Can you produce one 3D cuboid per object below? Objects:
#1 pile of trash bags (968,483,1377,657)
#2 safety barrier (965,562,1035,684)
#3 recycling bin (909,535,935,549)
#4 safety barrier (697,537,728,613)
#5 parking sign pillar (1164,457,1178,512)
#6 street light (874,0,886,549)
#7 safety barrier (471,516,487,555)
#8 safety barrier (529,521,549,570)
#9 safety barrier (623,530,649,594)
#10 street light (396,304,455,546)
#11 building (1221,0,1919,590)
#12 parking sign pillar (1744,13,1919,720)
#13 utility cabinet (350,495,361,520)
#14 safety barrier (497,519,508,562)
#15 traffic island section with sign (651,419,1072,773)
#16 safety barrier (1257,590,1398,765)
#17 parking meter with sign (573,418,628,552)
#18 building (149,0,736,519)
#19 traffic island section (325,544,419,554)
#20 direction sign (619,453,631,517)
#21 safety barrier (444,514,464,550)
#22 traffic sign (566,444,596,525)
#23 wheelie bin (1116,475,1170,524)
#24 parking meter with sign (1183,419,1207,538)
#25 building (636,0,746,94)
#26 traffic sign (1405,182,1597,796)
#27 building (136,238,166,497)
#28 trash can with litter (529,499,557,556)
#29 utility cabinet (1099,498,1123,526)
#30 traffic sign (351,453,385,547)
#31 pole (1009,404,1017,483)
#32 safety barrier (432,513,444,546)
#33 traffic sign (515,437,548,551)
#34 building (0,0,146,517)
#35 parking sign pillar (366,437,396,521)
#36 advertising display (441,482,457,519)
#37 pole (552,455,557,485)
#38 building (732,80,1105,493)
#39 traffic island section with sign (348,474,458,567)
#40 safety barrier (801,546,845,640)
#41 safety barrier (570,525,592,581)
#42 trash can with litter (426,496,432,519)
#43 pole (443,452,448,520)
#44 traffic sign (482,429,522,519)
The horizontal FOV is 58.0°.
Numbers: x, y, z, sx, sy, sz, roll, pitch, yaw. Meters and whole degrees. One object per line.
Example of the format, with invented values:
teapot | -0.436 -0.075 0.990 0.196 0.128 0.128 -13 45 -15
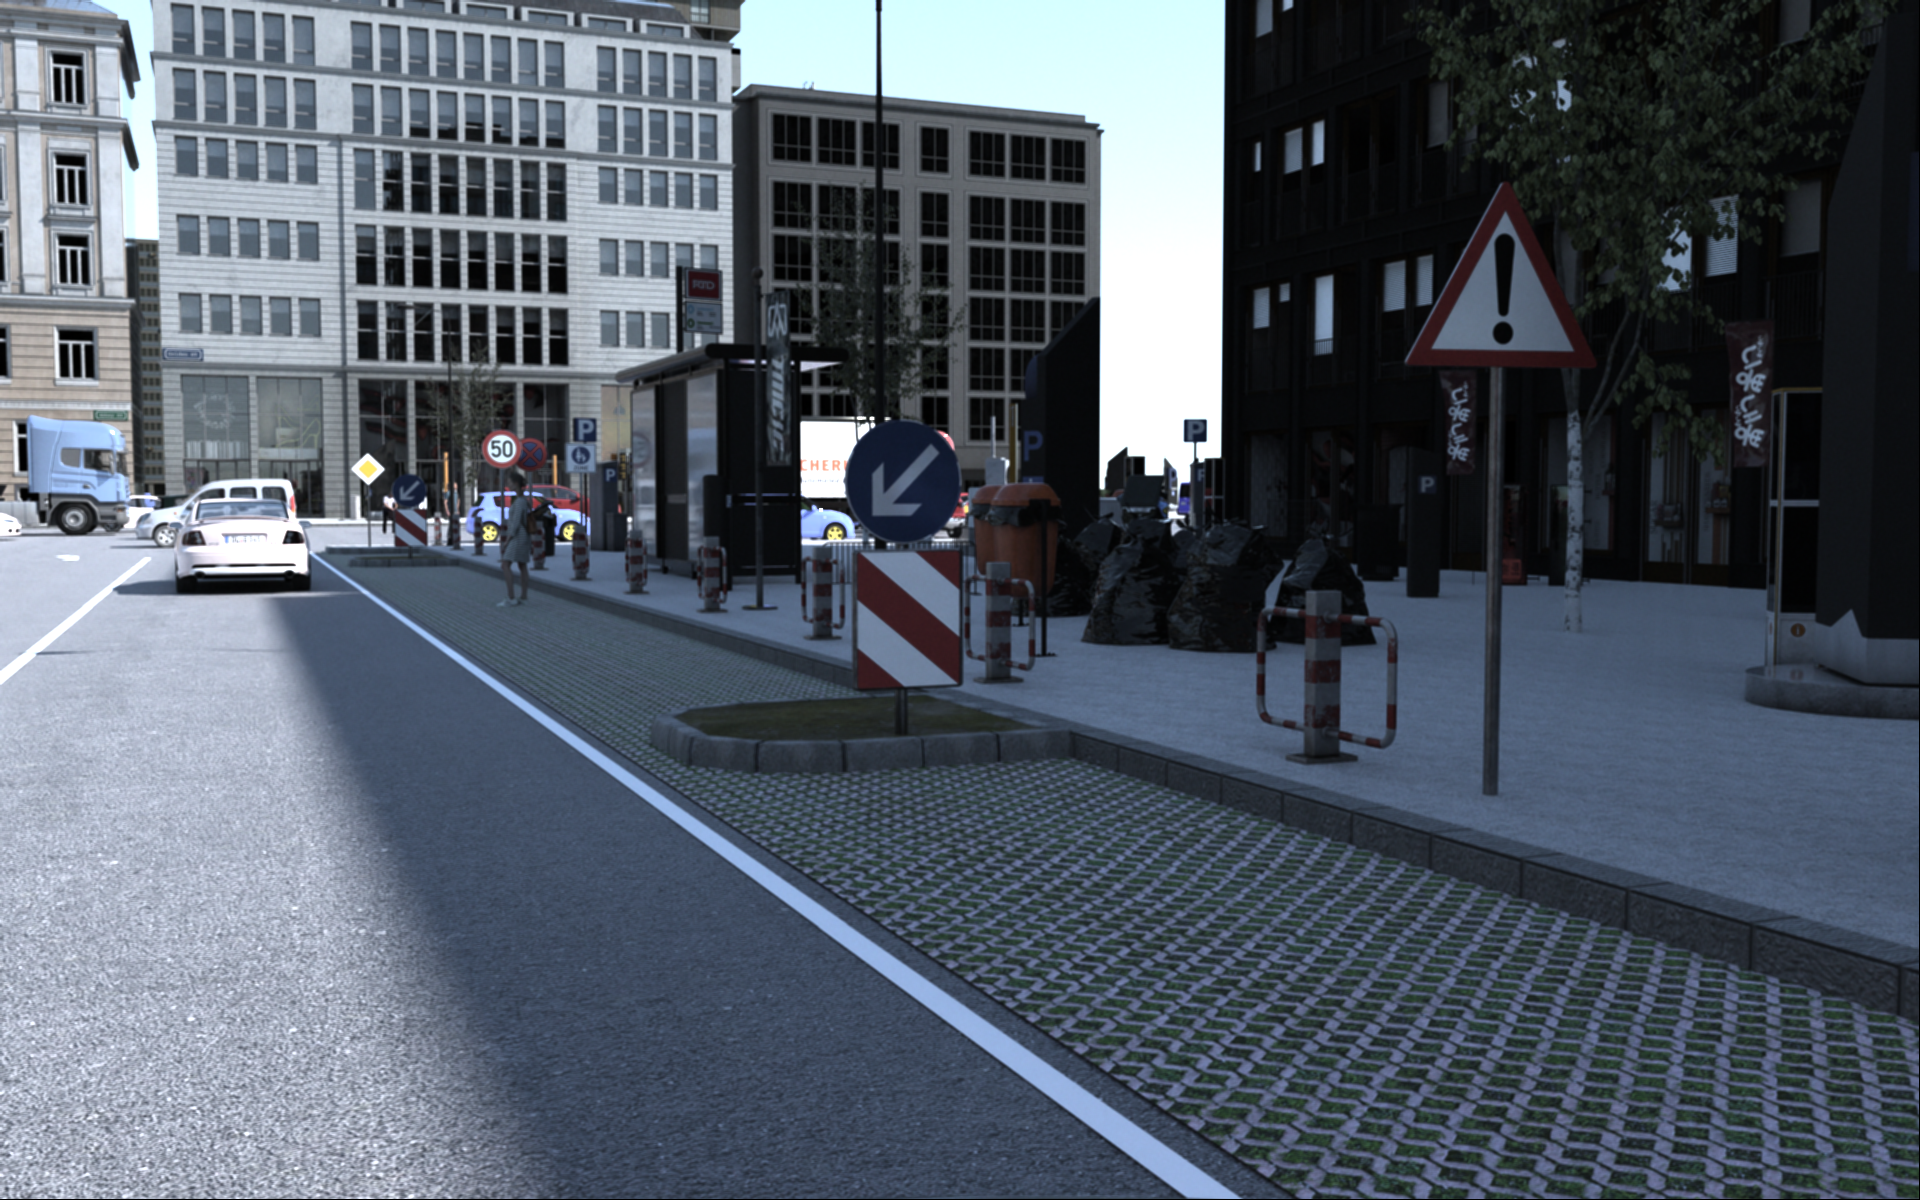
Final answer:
pile of trash bags | 1.742 -0.297 14.611 3.447 1.369 1.912 -2 4 -31
safety barrier | 0.261 0.151 11.803 0.300 0.817 1.120 -1 4 -23
recycling bin | -0.886 -1.336 34.402 0.722 1.027 0.722 0 4 5
safety barrier | -2.693 -0.276 18.795 0.300 0.817 1.120 -1 4 -23
parking sign pillar | 15.496 -8.490 127.289 1.447 3.967 1.447 3 5 40
street light | -1.184 -2.567 14.519 1.470 5.913 1.316 -1 4 -23
safety barrier | -10.078 -1.345 36.267 0.300 0.817 1.120 -1 4 -23
safety barrier | -7.125 -0.917 29.271 0.300 0.817 1.120 -1 4 -23
safety barrier | -4.170 -0.490 22.287 0.300 0.817 1.120 -1 4 -23
street light | -13.113 -4.290 42.689 1.470 5.913 1.316 -1 4 -23
building | 14.100 -12.261 30.140 12.332 23.373 15.834 -1 4 -23
parking sign pillar | 5.562 -1.342 10.418 1.447 3.967 1.447 1 4 14
utility cabinet | -30.350 -4.635 86.951 0.306 1.237 1.020 0 4 -7
safety barrier | -8.606 -1.131 32.769 0.300 0.817 1.120 -1 4 -23
traffic island section with sign | -0.685 -0.074 9.835 1.989 1.847 2.006 -1 4 -23
safety barrier | 1.741 0.365 8.315 0.300 0.817 1.120 -1 4 -23
parking meter with sign | -8.072 -2.623 39.142 0.543 3.016 1.738 -3 5 -40
building | -28.458 -19.534 96.872 29.804 29.767 11.434 -1 4 -23
traffic island section | -14.386 -1.223 42.274 2.009 0.180 2.903 -1 4 -23
direction sign | -18.312 -6.330 95.489 0.876 3.537 0.379 -1 4 -17
safety barrier | -11.562 -1.559 39.769 0.300 0.817 1.120 -1 4 -23
traffic sign | -7.625 -2.003 34.875 0.606 2.300 0.079 -1 4 -16
wheelie bin | 3.052 -1.273 28.715 0.980 1.594 0.693 2 4 28
parking meter with sign | 5.447 -2.637 39.381 0.543 3.016 1.738 0 4 0
building | -37.788 -35.790 174.412 28.713 52.752 27.495 -1 4 -23
traffic sign | 2.264 -0.447 7.319 0.884 2.594 0.081 -1 4 -14
building | -110.329 -33.978 247.428 23.993 40.220 32.217 -1 4 -23
trash can with litter | -8.849 -1.488 35.710 1.055 1.170 0.624 0 4 2
utility cabinet | 2.825 -1.156 30.061 1.020 1.237 0.306 1 4 21
traffic sign | -14.404 -2.358 42.189 0.795 2.450 0.064 -1 4 -23
pole | 1.205 -2.770 39.137 0.158 3.312 0.155 0 3 0
safety barrier | -13.046 -1.774 43.274 0.300 0.817 1.120 -1 4 -23
traffic sign | -9.669 -2.379 38.998 0.768 2.556 0.104 -1 4 -14
building | -52.478 -18.444 87.464 20.117 28.700 13.634 -1 4 -23
parking sign pillar | -27.438 -5.726 82.086 1.447 3.967 1.447 3 4 37
advertising display | -26.432 -5.164 89.649 0.123 1.923 0.974 2 4 33
pole | -21.185 -5.913 90.527 0.158 3.312 0.155 0 3 0
building | -4.221 -19.319 109.374 24.014 27.812 14.314 -1 4 -23
traffic island section with sign | -11.191 -1.593 34.667 1.989 1.847 2.006 -1 4 -23
safety barrier | -1.216 -0.063 15.306 0.300 0.817 1.120 -1 4 -23
safety barrier | -5.649 -0.703 25.777 0.300 0.817 1.120 -1 4 -23
trash can with litter | -27.712 -4.796 89.805 0.624 1.170 1.055 -1 4 -15
pole | -25.137 -5.557 84.702 0.158 3.312 0.155 0 3 0
traffic sign | -9.026 -2.083 34.168 0.768 2.556 0.104 -1 4 -17
